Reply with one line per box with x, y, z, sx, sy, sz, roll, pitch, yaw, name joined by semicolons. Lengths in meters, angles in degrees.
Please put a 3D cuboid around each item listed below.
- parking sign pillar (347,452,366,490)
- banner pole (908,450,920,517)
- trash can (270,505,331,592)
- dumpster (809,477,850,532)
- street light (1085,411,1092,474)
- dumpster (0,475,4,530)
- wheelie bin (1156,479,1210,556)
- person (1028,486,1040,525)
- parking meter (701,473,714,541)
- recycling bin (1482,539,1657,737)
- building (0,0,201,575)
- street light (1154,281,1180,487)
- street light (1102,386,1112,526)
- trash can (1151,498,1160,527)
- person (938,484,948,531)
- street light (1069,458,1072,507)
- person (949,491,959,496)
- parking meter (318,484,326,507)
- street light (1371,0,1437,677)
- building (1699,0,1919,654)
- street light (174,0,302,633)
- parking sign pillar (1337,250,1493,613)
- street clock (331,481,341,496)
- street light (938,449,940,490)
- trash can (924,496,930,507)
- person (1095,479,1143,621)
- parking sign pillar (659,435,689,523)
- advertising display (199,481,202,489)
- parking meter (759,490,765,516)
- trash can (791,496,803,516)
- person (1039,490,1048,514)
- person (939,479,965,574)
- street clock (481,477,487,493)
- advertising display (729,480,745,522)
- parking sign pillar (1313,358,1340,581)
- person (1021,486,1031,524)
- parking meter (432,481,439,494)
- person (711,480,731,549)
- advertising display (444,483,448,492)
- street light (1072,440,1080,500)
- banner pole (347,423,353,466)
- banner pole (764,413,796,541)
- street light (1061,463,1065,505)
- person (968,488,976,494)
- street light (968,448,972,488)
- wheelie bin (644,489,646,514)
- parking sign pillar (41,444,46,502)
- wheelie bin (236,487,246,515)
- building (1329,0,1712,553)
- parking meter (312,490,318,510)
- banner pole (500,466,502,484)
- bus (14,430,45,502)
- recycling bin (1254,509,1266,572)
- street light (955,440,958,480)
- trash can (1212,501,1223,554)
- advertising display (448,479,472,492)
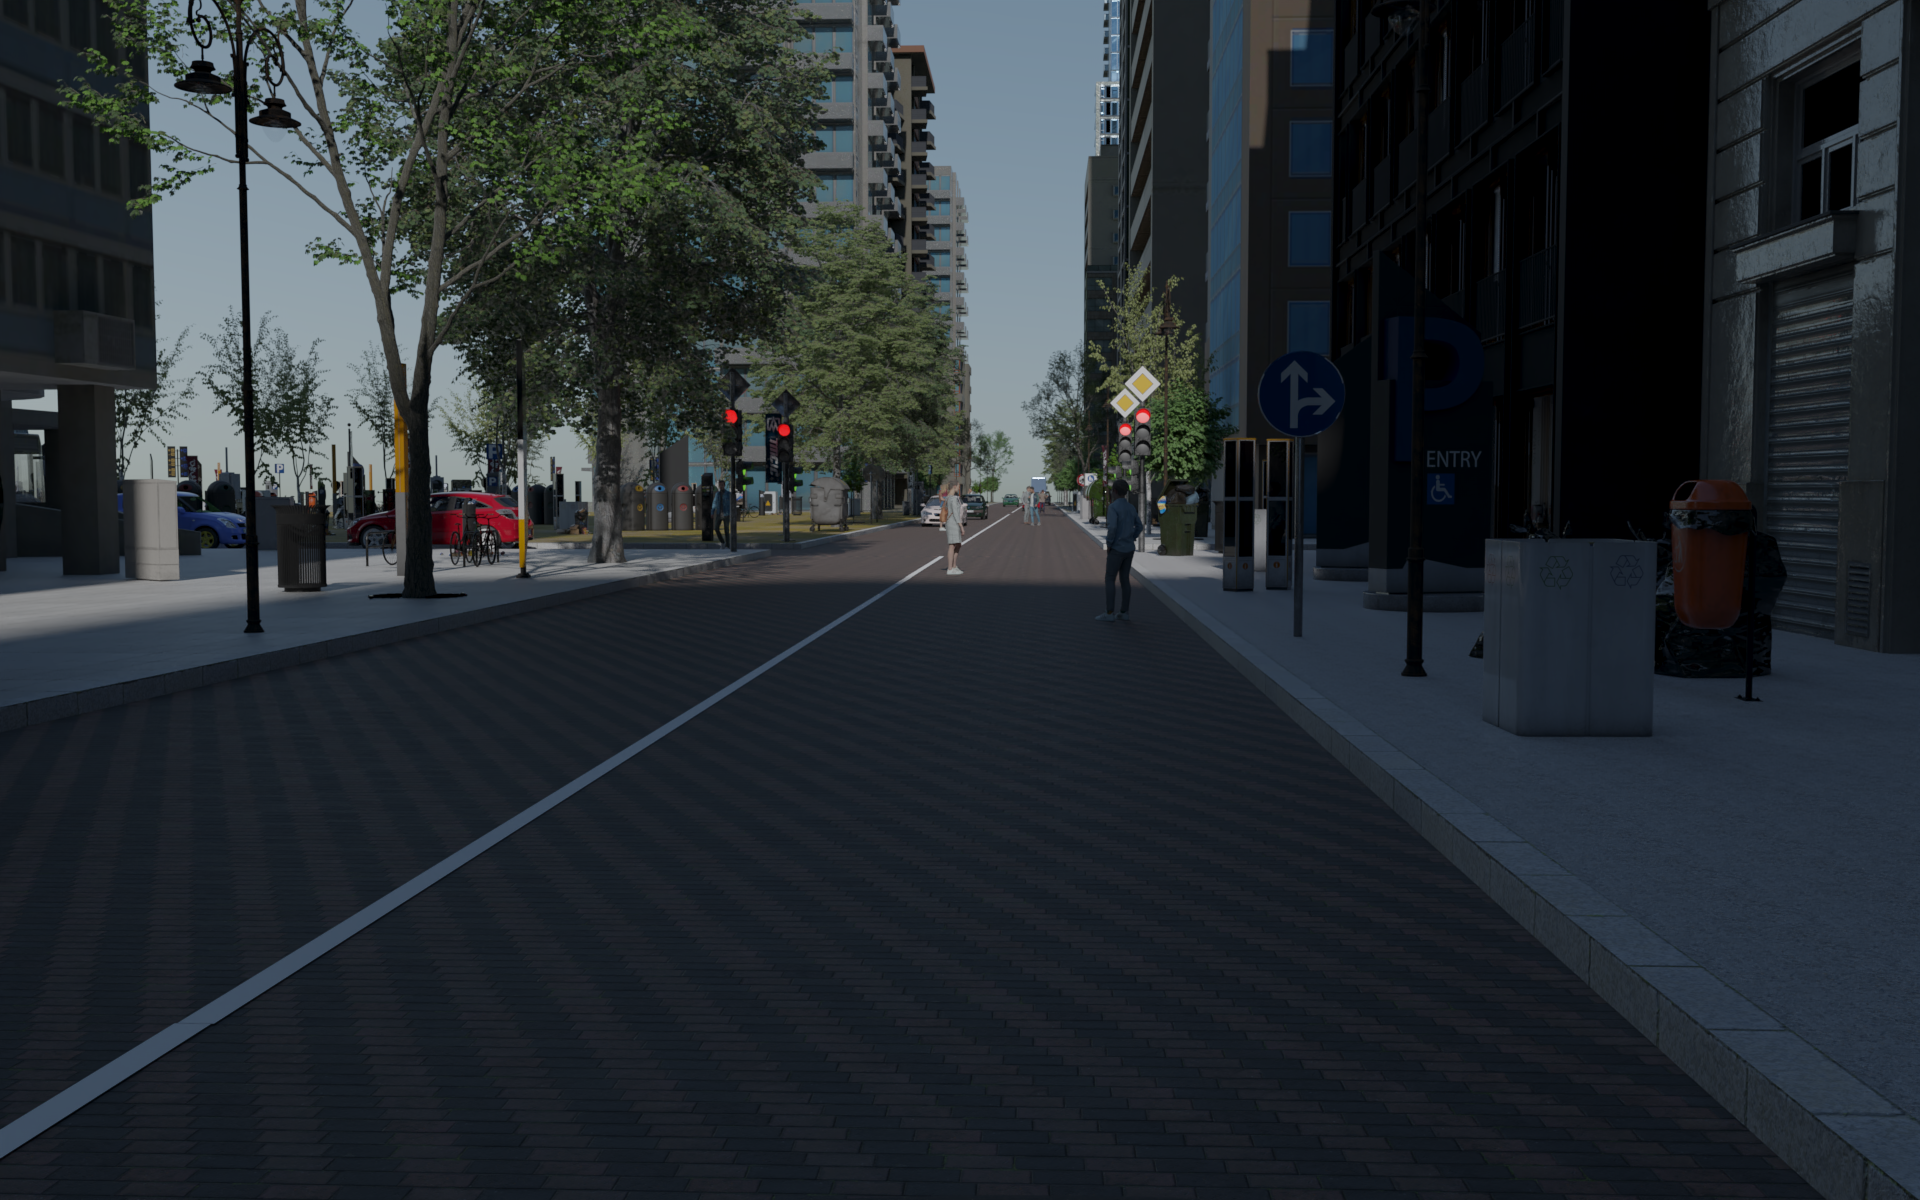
-38.464;-7.458;110.410;1.447;3.967;1.447;1;4;15;parking sign pillar
-2.642;-6.674;99.141;0.863;3.779;0.401;2;4;33;banner pole
-8.656;-0.680;22.772;0.748;1.137;0.748;0;3;0;trash can
-4.467;-3.262;59.089;1.264;1.857;1.865;0;4;3;dumpster
7.074;-7.483;95.133;0.468;5.910;1.993;0;4;3;street light
-6.847;-0.463;10.066;1.502;2.255;1.985;0;4;3;dumpster
4.552;-1.718;35.995;0.980;1.594;0.693;-3;5;-43;wheelie bin
3.373;-4.311;79.336;0.623;1.781;0.721;2;4;24;person
-6.879;-2.536;47.169;0.255;1.863;0.399;0;4;5;parking meter
3.318;0.188;9.474;0.722;1.027;0.722;0;4;1;recycling bin
-25.057;-20.166;21.600;23.993;40.220;32.217;0;4;3;building
4.477;-3.967;37.656;0.468;5.910;1.993;0;4;3;street light
5.943;-5.930;69.743;0.468;5.910;1.993;0;4;3;street light
7.806;-3.451;68.072;0.748;1.137;0.748;0;3;0;trash can
-0.641;-3.646;68.093;0.573;1.828;0.580;-3;4;-38;person
9.508;-10.550;145.272;0.468;5.910;1.993;0;4;3;street light
-0.347;-4.826;86.766;0.474;1.900;0.648;2;4;26;person
-32.320;-5.018;87.761;0.399;1.863;0.255;-1;4;-21;parking meter
3.206;-2.401;12.050;0.468;5.910;1.993;0;4;3;street light
14.201;-10.368;2.798;16.112;22.955;30.059;0;4;3;building
-6.549;-2.636;15.887;0.468;5.910;1.993;0;4;3;street light
5.263;-1.887;19.329;1.447;3.967;1.447;-1;4;-16;parking sign pillar
-33.969;-5.487;94.288;0.471;2.002;0.358;-3;5;-44;street clock
-1.482;-9.197;123.165;0.468;5.910;1.993;0;4;3;street light
-2.285;-6.194;112.921;0.748;1.137;0.748;0;3;0;trash can
1.819;-0.574;19.697;0.589;1.601;0.330;-2;4;-35;person
-12.891;-5.480;78.075;1.447;3.967;1.447;-1;4;-13;parking sign pillar
-36.556;-4.746;82.808;0.123;1.923;0.974;0;4;7;advertising display
-11.746;-5.769;102.731;0.372;1.533;0.369;0;3;0;parking meter
-9.769;-5.635;103.782;0.748;1.137;0.748;0;3;0;trash can
6.115;-7.248;127.539;0.617;1.759;0.750;1;4;21;person
-0.123;-1.312;30.948;0.522;1.701;0.512;-1;4;-19;person
-20.370;-4.284;74.610;0.471;2.002;0.358;2;4;27;street clock
-10.312;-4.580;80.091;0.974;1.923;0.123;3;5;41;advertising display
6.038;-2.290;25.919;1.447;3.967;1.447;2;4;27;parking sign pillar
3.232;-4.568;83.282;0.391;1.810;0.635;3;4;37;person
-23.633;-4.423;78.034;0.255;1.863;0.399;-2;4;-27;parking meter
-5.899;-2.107;43.289;0.601;1.785;0.444;1;4;19;person
-30.225;-5.844;100.767;0.974;1.923;0.123;1;4;10;advertising display
8.262;-9.048;120.714;0.468;5.910;1.993;0;4;3;street light
-21.386;-4.332;60.848;0.401;3.779;0.863;-2;4;-28;banner pole
-4.917;-3.500;47.244;0.863;3.779;0.401;0;4;7;banner pole
11.952;-13.713;197.000;0.468;5.910;1.993;0;4;3;street light
0.751;-6.270;111.201;0.592;1.802;0.473;3;5;42;person
1.045;-12.355;174.791;0.468;5.910;1.993;0;4;3;street light
-20.487;-6.436;113.138;0.980;1.594;0.693;2;4;31;wheelie bin
-35.044;-4.811;67.132;1.447;3.967;1.447;2;4;35;parking sign pillar
-32.075;-4.275;77.805;0.980;1.594;0.693;2;4;27;wheelie bin
13.226;-12.028;26.330;12.332;23.373;15.834;0;4;3;building
-44.857;-6.851;120.430;0.372;1.533;0.369;0;3;0;parking meter
-31.535;-7.872;118.724;0.863;3.779;0.401;-2;4;-24;banner pole
-29.195;-2.975;43.495;13.247;3.499;2.948;0;4;2;bus
4.930;-1.008;29.027;0.722;1.027;0.722;2;4;29;recycling bin
-0.313;-10.791;149.215;0.468;5.910;1.993;0;4;3;street light
5.804;-1.572;37.361;0.748;1.137;0.748;0;3;0;trash can
-21.932;-4.343;76.228;0.123;1.923;0.974;3;5;42;advertising display
